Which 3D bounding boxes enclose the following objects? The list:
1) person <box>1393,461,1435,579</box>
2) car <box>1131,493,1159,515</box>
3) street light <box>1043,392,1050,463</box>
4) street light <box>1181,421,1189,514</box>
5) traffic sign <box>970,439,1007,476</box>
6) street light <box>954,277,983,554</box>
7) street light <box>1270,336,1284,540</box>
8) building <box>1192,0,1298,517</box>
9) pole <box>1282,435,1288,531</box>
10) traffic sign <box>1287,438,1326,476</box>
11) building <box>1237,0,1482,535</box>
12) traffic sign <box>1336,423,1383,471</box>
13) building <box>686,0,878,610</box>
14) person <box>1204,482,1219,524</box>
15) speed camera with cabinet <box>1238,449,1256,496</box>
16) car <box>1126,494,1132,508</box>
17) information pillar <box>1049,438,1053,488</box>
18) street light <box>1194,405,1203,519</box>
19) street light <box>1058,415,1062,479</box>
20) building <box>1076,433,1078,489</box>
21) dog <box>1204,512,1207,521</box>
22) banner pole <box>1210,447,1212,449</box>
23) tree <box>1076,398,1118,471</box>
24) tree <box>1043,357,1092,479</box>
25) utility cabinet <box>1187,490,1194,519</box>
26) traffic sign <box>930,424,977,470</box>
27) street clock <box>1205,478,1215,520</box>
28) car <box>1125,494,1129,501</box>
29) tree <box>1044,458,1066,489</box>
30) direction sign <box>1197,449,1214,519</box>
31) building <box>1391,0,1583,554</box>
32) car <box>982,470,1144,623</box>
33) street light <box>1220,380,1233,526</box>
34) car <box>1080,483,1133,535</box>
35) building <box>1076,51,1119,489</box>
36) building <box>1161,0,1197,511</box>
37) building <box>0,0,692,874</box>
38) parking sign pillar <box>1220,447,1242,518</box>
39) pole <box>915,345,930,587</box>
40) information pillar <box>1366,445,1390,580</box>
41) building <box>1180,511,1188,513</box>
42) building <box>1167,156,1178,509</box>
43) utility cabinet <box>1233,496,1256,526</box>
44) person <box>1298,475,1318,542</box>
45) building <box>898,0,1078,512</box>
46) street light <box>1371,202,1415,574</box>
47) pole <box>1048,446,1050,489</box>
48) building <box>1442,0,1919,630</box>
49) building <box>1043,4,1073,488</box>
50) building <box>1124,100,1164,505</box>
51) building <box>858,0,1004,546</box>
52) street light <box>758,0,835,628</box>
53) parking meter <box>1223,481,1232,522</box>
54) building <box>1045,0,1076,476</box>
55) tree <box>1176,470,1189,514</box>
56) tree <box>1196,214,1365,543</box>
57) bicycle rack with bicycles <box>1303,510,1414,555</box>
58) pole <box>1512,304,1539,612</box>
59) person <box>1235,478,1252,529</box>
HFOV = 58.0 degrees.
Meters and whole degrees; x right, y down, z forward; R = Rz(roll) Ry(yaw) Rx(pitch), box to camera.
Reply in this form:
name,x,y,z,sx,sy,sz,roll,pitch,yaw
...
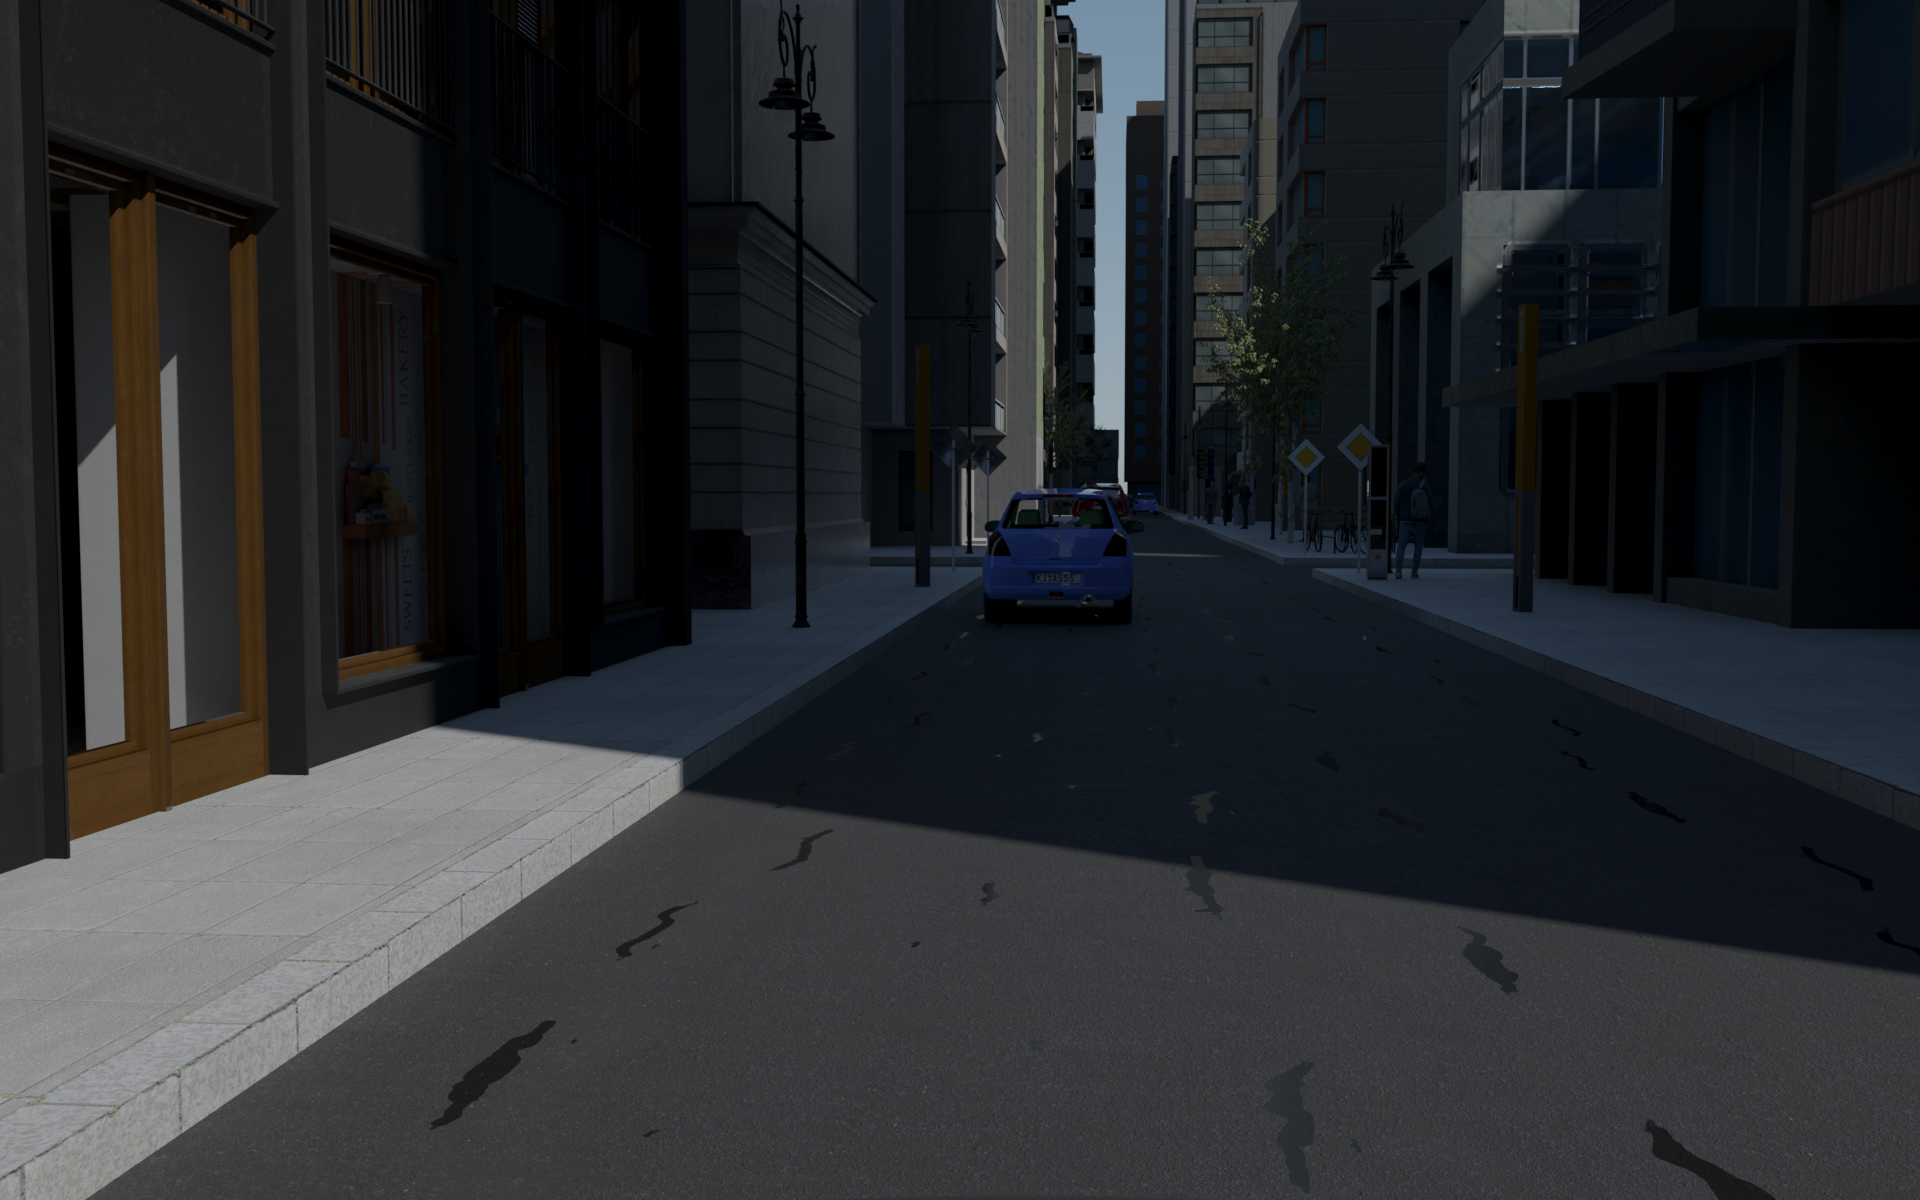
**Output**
name,x,y,z,sx,sy,sz,roll,pitch,yaw
person,6.880,-1.216,26.266,0.623,1.781,0.721,1,4,17
car,12.637,-6.642,118.190,1.945,1.707,3.694,0,4,4
street light,3.811,-6.451,78.264,0.468,5.910,1.993,0,4,5
street light,14.294,-8.392,110.002,0.468,5.910,1.993,0,4,5
traffic sign,0.580,-2.117,36.809,0.795,2.593,0.064,0,4,5
street light,0.204,-3.929,37.019,0.468,5.910,1.993,0,4,5
street light,8.833,-4.645,48.727,0.468,5.910,1.993,0,4,5
building,20.748,-20.278,103.246,14.160,30.474,14.107,0,4,5
pole,11.219,-4.028,59.700,0.158,3.312,0.155,0,3,0
traffic sign,7.246,-2.080,36.200,0.795,2.593,0.064,0,4,5
building,26.807,-13.968,73.422,27.650,21.520,28.899,0,4,5
traffic sign,6.541,-1.594,28.246,0.795,2.593,0.064,0,4,5
building,-10.933,-9.753,24.091,19.286,19.102,10.561,0,4,5
person,10.776,-4.141,73.918,0.661,1.801,0.590,2,4,30
speed camera with cabinet,12.485,-4.951,75.287,0.660,3.252,2.038,1,4,15
car,16.923,-10.295,180.124,2.131,1.459,4.920,0,4,4
information pillar,3.781,-4.913,71.678,0.183,3.616,0.504,1,4,13
street light,12.403,-7.158,89.823,0.468,5.910,1.993,0,4,5
street light,5.683,-7.697,98.634,0.468,5.910,1.993,0,4,5
building,-3.605,-52.796,175.881,31.000,86.520,22.319,0,4,5
dog,11.913,-4.049,83.938,0.550,0.427,0.748,2,4,28
banner pole,13.219,-6.201,91.401,0.401,3.779,0.863,0,4,8
tree,10.498,-13.854,160.928,8.767,10.594,7.601,0,4,-8
tree,4.959,-8.801,94.261,4.737,8.622,4.395,0,3,0
utility cabinet,11.736,-4.857,88.086,0.318,1.500,1.173,0,4,8
traffic sign,-0.125,-1.631,28.855,0.795,2.593,0.064,0,4,5
street clock,10.945,-4.356,75.785,0.358,2.002,0.471,3,4,38
car,13.886,-8.630,150.683,1.945,1.707,3.694,0,4,5
tree,3.507,-4.964,75.761,1.663,3.219,1.824,0,3,0
direction sign,12.465,-5.870,87.966,0.876,3.537,0.379,0,4,-1
building,27.104,-44.751,44.344,31.000,86.520,22.319,0,4,5
car,1.225,-0.676,20.649,1.945,1.707,3.694,0,4,5
street light,10.694,-5.922,69.607,0.468,5.910,1.993,0,4,5
car,5.098,-3.284,62.372,2.281,1.827,5.304,0,4,5
building,5.439,-37.889,208.727,27.495,52.752,28.713,0,4,5
building,30.523,-38.402,169.863,21.231,58.520,28.212,0,4,5
building,-9.121,-10.834,6.820,12.332,23.373,15.834,0,4,5
parking sign pillar,14.890,-6.469,94.244,1.447,3.967,1.447,-1,4,-22
pole,-0.515,-1.834,23.837,0.158,3.312,0.155,0,3,0
information pillar,6.258,-1.313,25.954,0.304,2.012,0.304,1,4,9
building,26.647,-35.816,127.588,21.231,58.520,28.212,0,4,5
building,25.042,-23.138,150.000,14.160,30.474,14.107,0,4,5
utility cabinet,11.666,-3.661,71.013,1.020,1.237,0.306,-3,4,-39
person,9.311,-2.460,46.451,0.511,1.800,0.466,-2,4,-27
building,2.811,-28.408,148.068,14.154,41.232,14.086,0,4,5
street light,6.914,-3.366,27.817,0.468,5.910,1.993,0,4,5
pole,3.829,-4.840,72.971,0.158,3.312,0.155,0,3,0
building,17.278,-21.849,11.851,22.147,44.769,28.867,0,4,5
building,-0.455,-20.320,103.933,14.160,30.474,14.107,0,4,5
building,26.221,-33.644,200.194,14.200,45.320,14.600,0,4,5
building,-5.062,-22.100,44.927,14.154,41.232,14.086,0,4,5
street light,-1.529,-2.674,16.512,0.468,5.910,1.993,0,4,5
parking meter,12.280,-4.515,79.533,0.399,1.863,0.255,-2,4,-32
building,-2.838,-28.877,126.755,22.147,44.769,28.867,0,4,5
tree,15.321,-7.315,114.198,1.663,3.219,1.824,0,3,0
tree,8.383,-5.786,44.964,4.737,8.622,4.395,0,3,0
bicycle rack with bicycles,8.816,-1.496,37.844,2.852,0.926,2.925,0,4,3
pole,6.131,-1.525,18.774,0.158,3.312,0.155,0,3,0
person,10.372,-3.553,63.497,0.474,1.900,0.648,2,4,29
